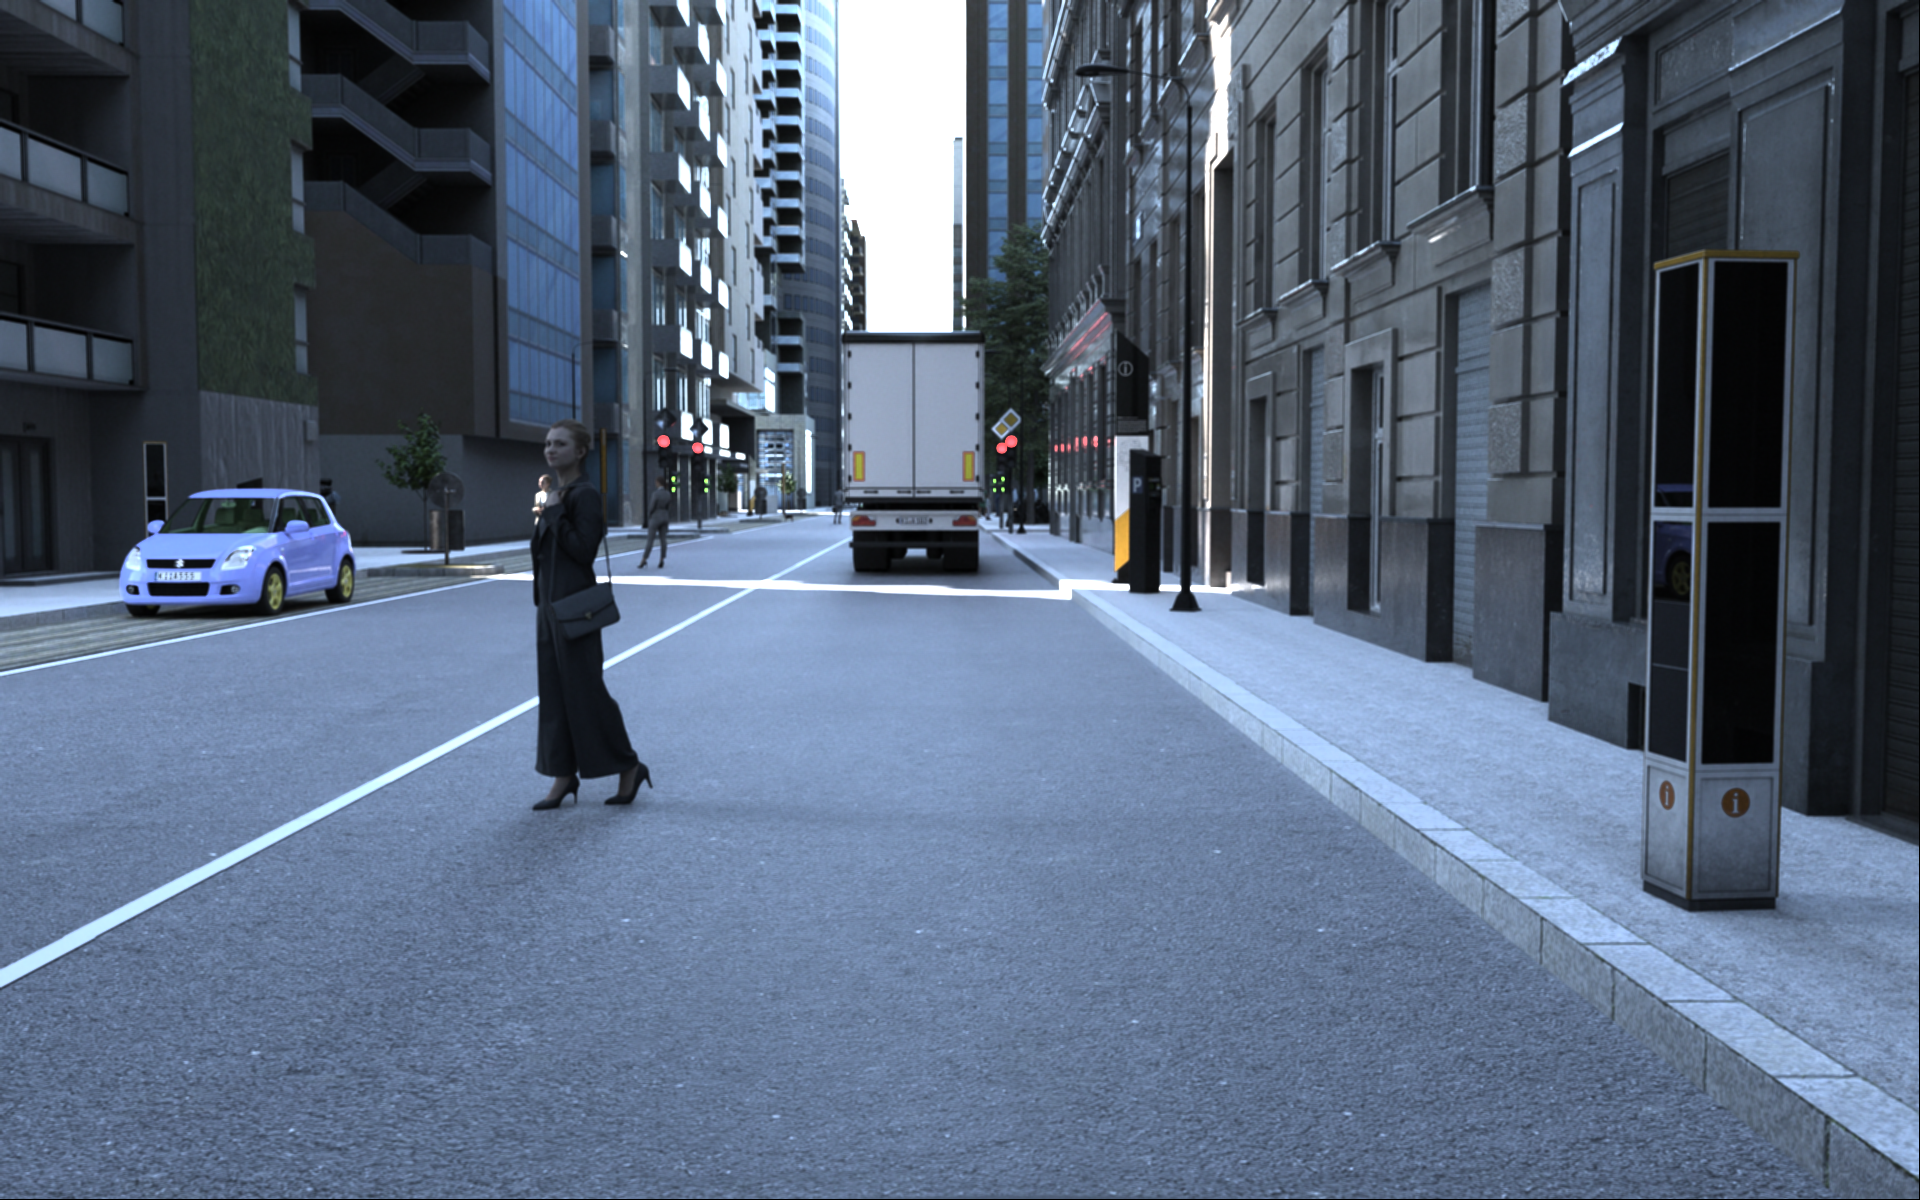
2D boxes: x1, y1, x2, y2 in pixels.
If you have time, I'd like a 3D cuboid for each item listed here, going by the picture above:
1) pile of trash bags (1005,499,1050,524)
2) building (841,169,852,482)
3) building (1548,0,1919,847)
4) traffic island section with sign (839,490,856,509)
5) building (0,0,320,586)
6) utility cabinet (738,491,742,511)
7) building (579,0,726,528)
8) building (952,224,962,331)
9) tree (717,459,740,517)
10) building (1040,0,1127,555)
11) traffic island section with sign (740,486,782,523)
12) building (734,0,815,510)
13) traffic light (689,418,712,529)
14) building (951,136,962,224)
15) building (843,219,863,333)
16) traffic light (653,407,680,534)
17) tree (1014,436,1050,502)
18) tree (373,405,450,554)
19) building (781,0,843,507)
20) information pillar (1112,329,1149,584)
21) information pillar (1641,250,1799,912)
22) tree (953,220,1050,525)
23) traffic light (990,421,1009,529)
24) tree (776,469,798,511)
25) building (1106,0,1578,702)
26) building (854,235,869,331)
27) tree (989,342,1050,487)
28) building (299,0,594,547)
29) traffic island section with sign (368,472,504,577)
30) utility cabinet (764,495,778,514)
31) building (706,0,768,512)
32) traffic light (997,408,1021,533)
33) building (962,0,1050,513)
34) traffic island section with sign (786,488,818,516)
[{"bbox_3d":[3.533,-4.040,75.810,1.912,1.369,3.447,2,4,33],"label":"pile of trash bags"},{"bbox_3d":[-26.354,-37.772,237.182,23.786,49.044,30.456,0,4,-1],"label":"building"},{"bbox_3d":[8.141,-9.247,0.335,9.793,20.994,18.267,0,4,-1],"label":"building"},{"bbox_3d":[-11.077,-9.472,163.502,1.989,1.847,2.006,0,4,-1],"label":"traffic island section with sign"},{"bbox_3d":[-18.727,-20.811,23.853,14.154,41.232,14.086,0,4,-1],"label":"building"},{"bbox_3d":[-17.351,-7.595,132.862,1.173,1.500,0.318,1,4,15],"label":"utility cabinet"},{"bbox_3d":[-22.619,-28.004,77.472,23.786,49.044,30.456,0,4,-1],"label":"building"},{"bbox_3d":[5.816,-35.474,263.595,14.154,41.232,14.086,0,4,-1],"label":"building"},{"bbox_3d":[-12.728,-6.195,95.894,1.663,3.219,1.824,0,3,0],"label":"tree"},{"bbox_3d":[8.033,-12.808,45.561,11.583,22.565,21.152,0,4,-1],"label":"building"},{"bbox_3d":[-10.000,-4.803,87.157,1.989,1.847,2.006,0,4,-1],"label":"traffic island section with sign"},{"bbox_3d":[-23.849,-51.402,153.095,22.319,86.520,31.000,0,4,-1],"label":"building"},{"bbox_3d":[-9.637,-4.599,64.120,0.839,4.253,0.868,0,4,-1],"label":"traffic light"},{"bbox_3d":[9.147,-45.396,284.225,21.231,58.520,28.212,0,4,-1],"label":"building"},{"bbox_3d":[-26.250,-37.450,266.923,22.147,44.769,28.867,0,4,-1],"label":"building"},{"bbox_3d":[-9.525,-4.111,56.136,0.839,4.253,0.868,0,4,-1],"label":"traffic light"},{"bbox_3d":[3.950,-6.288,86.516,4.285,4.588,4.351,0,3,0],"label":"tree"},{"bbox_3d":[-11.614,-2.640,37.759,1.663,3.219,1.824,0,3,0],"label":"tree"},{"bbox_3d":[-23.815,-39.236,183.504,21.231,58.520,28.212,0,4,-1],"label":"building"},{"bbox_3d":[2.432,-2.038,24.679,0.504,3.616,0.183,0,4,2],"label":"information pillar"},{"bbox_3d":[2.364,-0.056,5.414,0.304,2.012,0.304,0,4,-6],"label":"information pillar"},{"bbox_3d":[3.370,-9.431,72.320,7.486,12.596,7.792,0,3,0],"label":"tree"},{"bbox_3d":[1.523,-4.610,64.291,0.839,4.253,0.868,0,4,-1],"label":"traffic light"},{"bbox_3d":[-13.229,-8.425,132.347,1.663,3.219,1.824,0,3,0],"label":"tree"},{"bbox_3d":[9.054,-13.746,22.011,12.463,27.353,25.104,0,4,-1],"label":"building"},{"bbox_3d":[-22.352,-39.109,289.542,14.600,45.320,14.200,0,4,-1],"label":"building"},{"bbox_3d":[3.141,-8.027,81.605,4.737,8.622,4.395,0,3,0],"label":"tree"},{"bbox_3d":[-18.740,-24.294,47.325,14.200,45.320,14.600,0,4,-1],"label":"building"},{"bbox_3d":[-9.209,-1.351,30.714,1.989,1.847,2.006,0,4,-1],"label":"traffic island section with sign"},{"bbox_3d":[-12.282,-6.173,112.083,1.020,1.237,0.306,-3,5,-44],"label":"utility cabinet"},{"bbox_3d":[-27.500,-32.108,114.201,28.713,52.752,27.495,0,4,-1],"label":"building"},{"bbox_3d":[1.635,-4.121,56.307,0.839,4.253,0.868,0,4,-1],"label":"traffic light"},{"bbox_3d":[7.165,-28.937,123.225,14.600,45.320,14.200,0,4,-1],"label":"building"},{"bbox_3d":[-10.390,-6.451,114.109,1.989,1.847,2.006,0,4,-1],"label":"traffic island section with sign"}]
